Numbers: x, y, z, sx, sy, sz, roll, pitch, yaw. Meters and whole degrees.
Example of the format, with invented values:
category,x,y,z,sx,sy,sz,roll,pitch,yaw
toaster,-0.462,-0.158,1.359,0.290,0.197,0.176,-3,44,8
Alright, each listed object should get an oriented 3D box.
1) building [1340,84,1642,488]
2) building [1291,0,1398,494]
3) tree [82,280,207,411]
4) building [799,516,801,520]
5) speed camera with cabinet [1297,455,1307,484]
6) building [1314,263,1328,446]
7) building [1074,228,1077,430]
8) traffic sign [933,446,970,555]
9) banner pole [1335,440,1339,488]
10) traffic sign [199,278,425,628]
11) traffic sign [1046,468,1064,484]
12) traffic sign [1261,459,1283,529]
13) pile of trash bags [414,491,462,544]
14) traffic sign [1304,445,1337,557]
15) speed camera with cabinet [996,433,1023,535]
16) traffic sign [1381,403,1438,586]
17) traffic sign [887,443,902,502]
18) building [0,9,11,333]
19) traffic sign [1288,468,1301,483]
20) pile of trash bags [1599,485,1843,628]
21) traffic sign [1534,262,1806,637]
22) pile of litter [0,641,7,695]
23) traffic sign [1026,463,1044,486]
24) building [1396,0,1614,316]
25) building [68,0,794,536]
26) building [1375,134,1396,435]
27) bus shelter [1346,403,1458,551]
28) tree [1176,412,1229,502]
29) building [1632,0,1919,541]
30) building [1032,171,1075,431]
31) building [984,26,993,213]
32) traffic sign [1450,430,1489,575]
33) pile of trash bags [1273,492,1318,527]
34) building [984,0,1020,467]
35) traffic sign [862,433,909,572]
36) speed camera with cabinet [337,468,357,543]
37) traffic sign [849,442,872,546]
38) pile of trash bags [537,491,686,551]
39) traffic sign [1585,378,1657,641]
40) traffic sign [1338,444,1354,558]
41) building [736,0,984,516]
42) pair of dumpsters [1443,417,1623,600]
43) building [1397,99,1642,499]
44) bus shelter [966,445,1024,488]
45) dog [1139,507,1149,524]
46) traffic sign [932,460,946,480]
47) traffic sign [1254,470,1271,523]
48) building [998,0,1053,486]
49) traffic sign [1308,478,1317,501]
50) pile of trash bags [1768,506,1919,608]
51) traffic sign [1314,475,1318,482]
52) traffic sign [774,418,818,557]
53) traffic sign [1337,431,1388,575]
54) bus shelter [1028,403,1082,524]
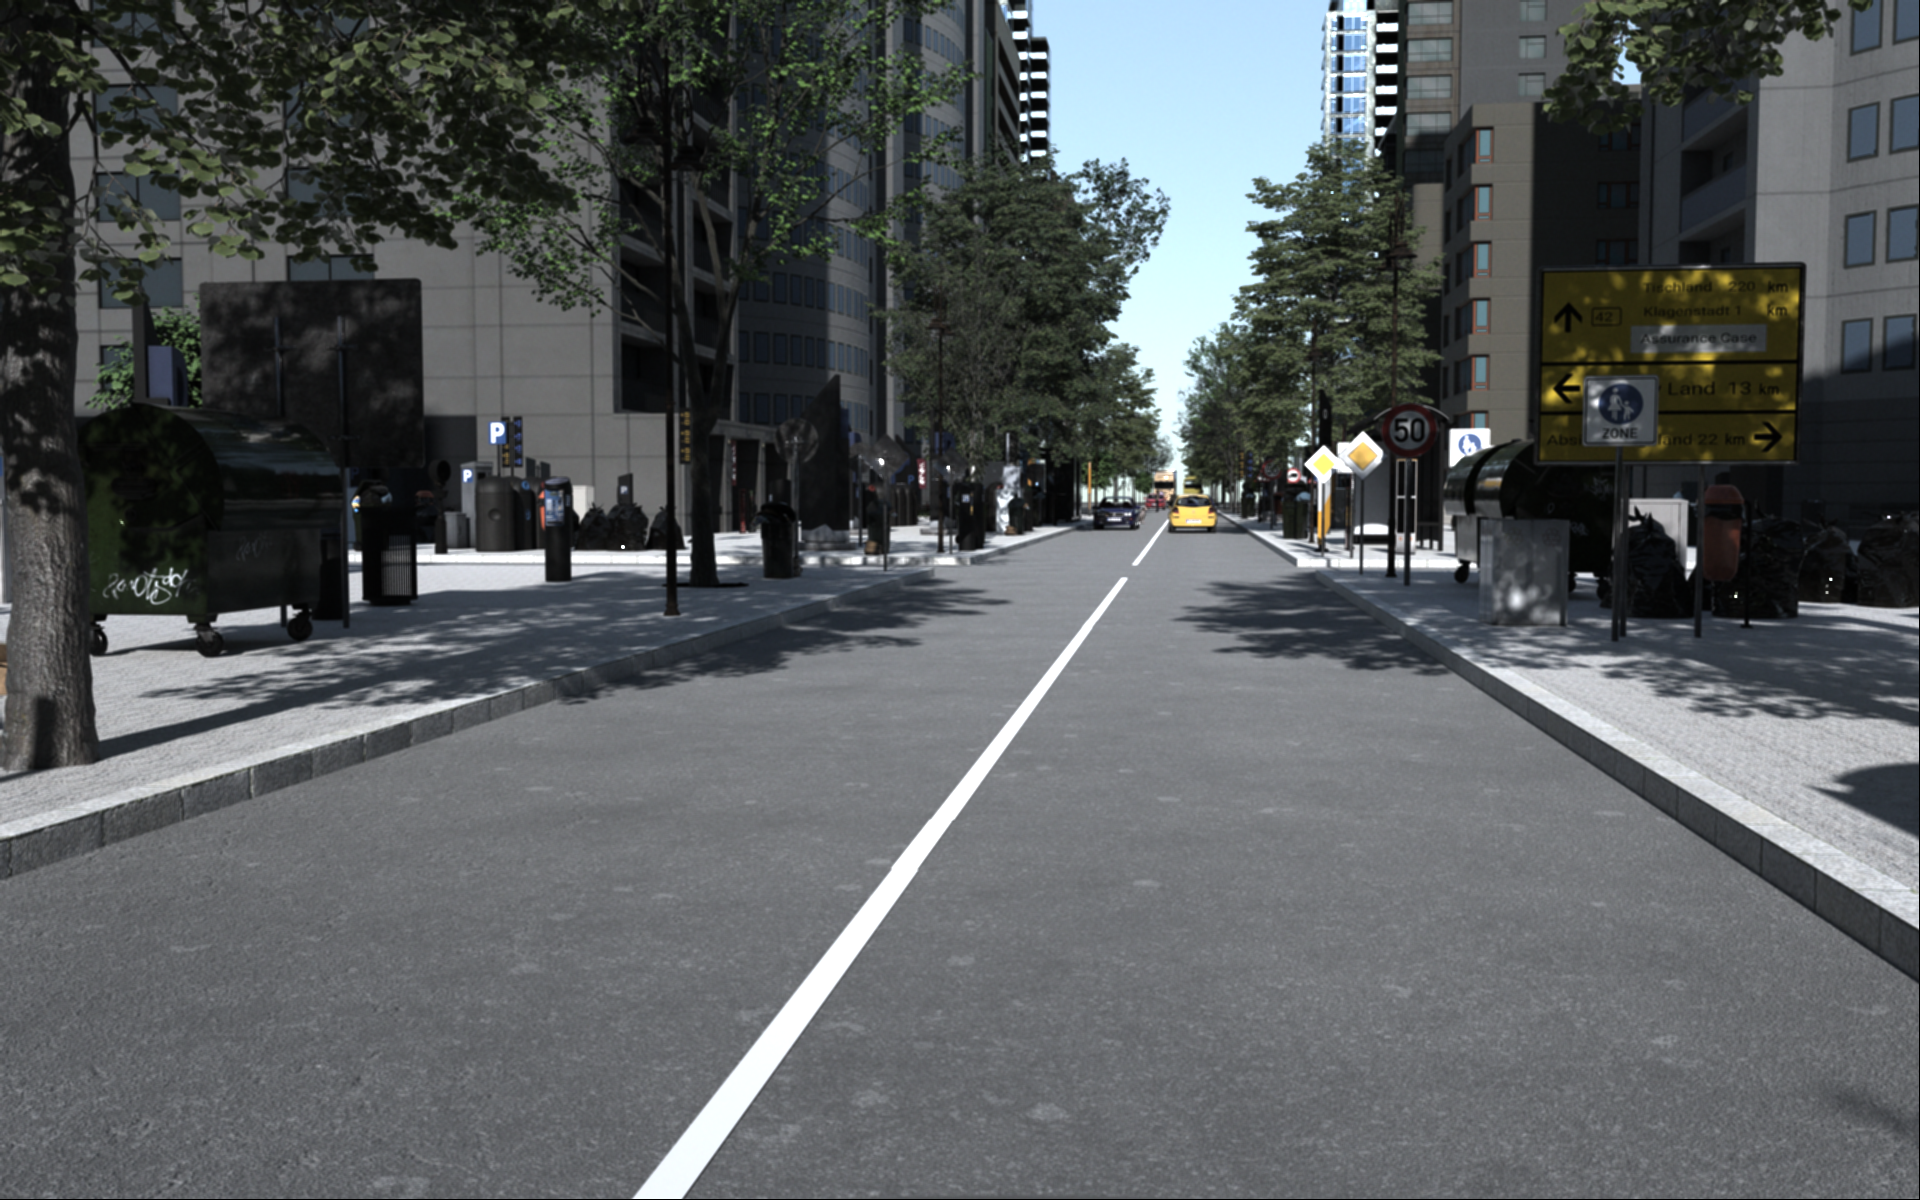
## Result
category,x,y,z,sx,sy,sz,roll,pitch,yaw
building,51.905,-28.542,158.537,32.217,40.220,23.993,0,4,7
building,55.635,-55.764,224.415,22.319,86.520,31.000,0,4,7
tree,-11.670,-2.635,26.791,4.285,4.588,4.351,0,3,0
building,-15.731,-33.809,94.783,21.231,58.520,28.212,0,4,7
speed camera with cabinet,16.407,-5.674,87.110,2.038,3.252,0.660,1,4,14
building,64.638,-34.278,252.328,32.217,40.220,23.993,0,4,7
building,10.116,-35.179,258.770,14.154,41.232,14.086,0,4,7
traffic sign,-0.189,-2.010,36.498,0.795,2.450,0.064,0,4,7
banner pole,17.129,-5.470,79.455,0.863,3.779,0.401,-2,4,-35
traffic sign,-6.201,-1.387,16.554,2.265,3.308,0.079,1,4,9
traffic sign,4.054,-4.452,73.979,0.795,2.450,0.064,1,4,17
traffic sign,11.405,-3.867,63.327,0.768,2.556,0.104,1,4,14
pile of trash bags,-13.677,-2.220,46.048,1.912,1.369,3.447,-3,5,-41
traffic sign,7.437,-1.947,35.477,0.795,2.450,0.064,0,4,7
speed camera with cabinet,1.606,-3.738,55.459,0.660,3.252,2.038,1,4,11
traffic sign,6.268,-1.474,24.213,0.768,2.556,0.104,1,4,14
traffic sign,-1.720,-2.530,41.469,0.768,2.556,0.104,1,4,16
building,-55.071,-23.119,69.879,23.993,40.220,32.217,0,4,7
traffic sign,16.063,-5.108,83.616,0.768,2.556,0.104,1,4,13
pile of trash bags,7.757,-0.506,18.026,1.912,1.369,3.447,1,4,17
traffic sign,6.288,-1.320,15.448,2.265,3.308,0.079,0,4,8
pile of litter,-6.491,0.163,11.306,1.176,0.858,1.719,1,4,8
traffic sign,3.093,-4.368,71.529,0.768,2.556,0.104,1,4,12
building,38.774,-27.092,126.541,14.154,41.232,14.086,0,4,7
building,-17.117,-38.147,61.949,20.563,71.187,20.611,0,4,7
building,40.885,-22.587,141.001,14.160,30.474,14.107,0,4,7
bus shelter,10.402,-2.900,41.340,2.014,3.302,5.546,0,4,7
tree,36.728,-21.175,252.872,9.857,13.997,8.962,0,3,0
building,37.580,-31.174,51.692,28.212,58.520,21.231,0,4,7
building,8.800,-36.341,244.280,14.600,45.320,14.200,0,4,7
building,-4.964,-28.403,147.983,14.154,41.232,14.086,0,4,7
traffic sign,8.009,-1.538,27.273,0.606,2.300,0.079,1,4,17
pile of trash bags,13.732,-3.586,68.375,1.912,1.369,3.447,-3,5,-41
building,-5.860,-33.185,166.275,21.300,48.544,21.600,0,4,7
traffic sign,-1.232,-1.525,28.581,0.795,2.450,0.064,0,4,7
speed camera with cabinet,-16.345,-3.152,45.876,0.660,3.252,2.038,-2,4,-31
traffic sign,-2.437,-2.584,42.351,0.768,2.556,0.104,1,4,13
pile of trash bags,-8.013,-1.799,39.159,1.912,1.369,3.447,3,5,42
traffic sign,5.710,-0.789,15.032,0.606,2.300,0.079,1,4,17
traffic sign,7.806,-1.978,34.462,0.606,2.300,0.079,1,4,11
building,-10.281,-35.771,126.862,21.231,58.520,28.212,0,4,7
pair of dumpsters,7.511,-1.247,22.881,1.574,2.255,4.437,0,4,7
building,38.252,-14.955,89.557,27.650,21.520,28.899,0,4,7
bus shelter,1.415,-4.799,72.385,2.014,3.302,5.546,0,4,7
dog,8.723,-4.107,83.994,0.513,0.831,0.800,-2,4,-24
traffic sign,-0.549,-3.031,51.679,0.606,2.300,0.079,1,4,10
traffic sign,13.427,-4.680,76.528,0.884,2.594,0.081,1,4,15
building,1.424,-55.570,221.239,22.319,86.520,31.000,0,4,7
traffic sign,17.221,-5.113,83.605,0.884,2.594,0.081,1,4,12
pile of trash bags,11.743,-0.651,20.395,3.447,1.369,1.912,0,4,-5
traffic sign,15.854,-4.667,76.411,0.768,2.556,0.104,1,4,15
traffic sign,-2.755,-1.773,29.090,0.768,2.556,0.104,1,4,11
traffic sign,6.394,-1.463,27.560,0.795,2.450,0.064,0,4,7
bus shelter,4.396,-6.171,78.536,2.179,5.291,8.768,0,4,7
